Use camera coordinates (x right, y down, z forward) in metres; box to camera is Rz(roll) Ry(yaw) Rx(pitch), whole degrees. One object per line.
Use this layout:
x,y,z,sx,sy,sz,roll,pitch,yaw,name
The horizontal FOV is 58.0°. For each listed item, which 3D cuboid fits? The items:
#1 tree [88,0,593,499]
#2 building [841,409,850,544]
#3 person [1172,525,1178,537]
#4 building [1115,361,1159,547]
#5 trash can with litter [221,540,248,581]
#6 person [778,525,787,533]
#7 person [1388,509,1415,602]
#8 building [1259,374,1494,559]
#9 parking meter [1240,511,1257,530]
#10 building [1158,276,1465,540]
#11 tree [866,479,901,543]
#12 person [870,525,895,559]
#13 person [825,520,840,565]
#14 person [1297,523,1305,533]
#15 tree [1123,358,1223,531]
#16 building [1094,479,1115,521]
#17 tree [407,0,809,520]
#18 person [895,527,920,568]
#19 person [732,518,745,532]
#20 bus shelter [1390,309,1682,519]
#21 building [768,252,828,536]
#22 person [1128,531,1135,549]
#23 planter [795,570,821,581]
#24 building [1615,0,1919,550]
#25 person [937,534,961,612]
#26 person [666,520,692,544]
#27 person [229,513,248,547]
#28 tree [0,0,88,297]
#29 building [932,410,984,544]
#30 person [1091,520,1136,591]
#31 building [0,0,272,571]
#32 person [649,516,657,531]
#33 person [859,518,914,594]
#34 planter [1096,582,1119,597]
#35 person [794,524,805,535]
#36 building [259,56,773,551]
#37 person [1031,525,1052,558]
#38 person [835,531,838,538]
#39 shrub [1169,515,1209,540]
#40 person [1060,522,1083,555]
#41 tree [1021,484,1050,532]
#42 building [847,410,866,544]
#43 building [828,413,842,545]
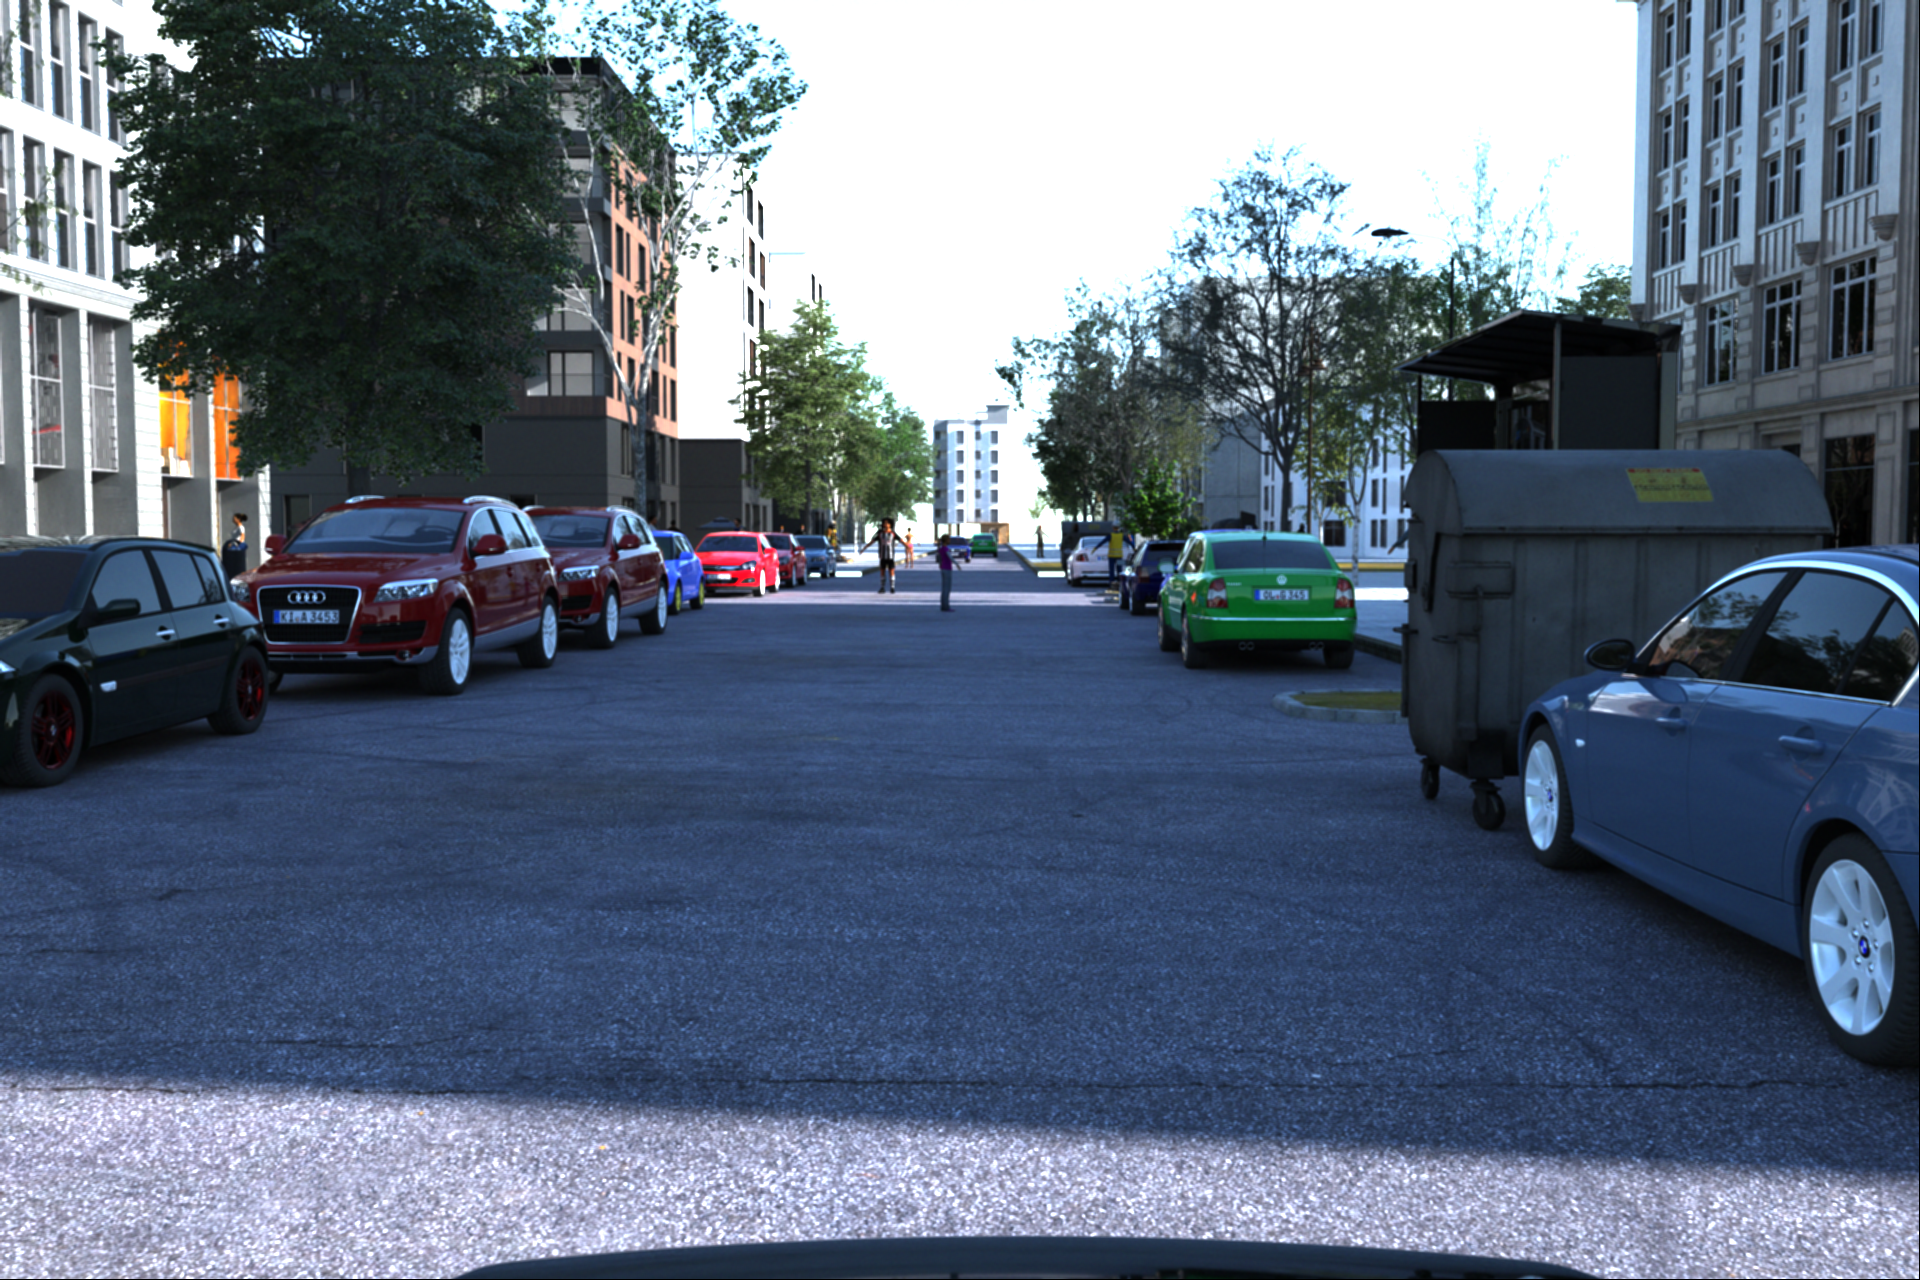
-11.456,-7.725,32.960,9.857,13.997,8.962,0,3,0,tree
-23.684,-23.223,210.628,19.493,23.208,18.063,0,4,0,building
9.560,-4.325,76.898,1.347,1.806,0.705,2,4,24,person
25.673,-19.289,181.839,16.747,18.905,31.486,0,4,1,building
-9.176,-0.704,22.571,1.678,1.210,2.233,0,4,2,trash can with litter
-8.975,-4.908,86.963,1.216,1.740,0.721,1,4,16,person
8.587,-1.632,32.518,1.345,1.849,0.704,-2,4,-33,person
23.637,-9.543,98.174,9.099,9.664,28.070,0,4,1,building
7.327,-2.342,44.009,0.399,1.863,0.255,0,4,1,parking meter
24.524,-15.976,127.668,16.747,18.905,31.486,0,4,1,building
-11.549,-20.594,254.836,7.486,12.596,7.792,0,3,0,tree
-4.064,-5.144,90.326,1.346,1.802,0.704,1,4,15,person
-5.184,-3.949,70.330,0.705,1.858,1.354,1,4,14,person
17.925,-5.193,90.688,0.705,1.856,1.354,3,5,39,person
9.275,-7.434,71.907,4.360,8.622,3.978,0,3,0,tree
26.277,-23.275,211.476,19.493,23.208,18.063,0,4,1,building
-11.785,-12.367,58.097,12.611,20.169,13.585,0,3,0,tree
-2.190,-3.903,73.072,1.217,1.733,0.721,-2,4,-35,person
-7.548,-3.212,58.692,1.345,1.807,0.704,3,5,44,person
6.795,-1.829,21.191,1.731,3.624,6.357,0,4,1,bus shelter
-25.040,-17.129,124.027,27.936,21.610,32.646,0,4,1,building
8.592,-4.951,87.067,0.704,1.817,1.347,1,4,12,person
-5.340,-1.993,53.719,1.991,0.319,1.994,0,4,1,planter
28.279,-14.552,49.954,10.469,25.551,25.511,0,4,1,building
-0.201,-1.244,32.071,0.599,1.433,0.991,-1,4,-22,person
-10.904,-3.659,65.955,1.346,1.812,0.704,0,4,6,person
-16.042,-1.928,38.290,0.721,1.739,1.217,-2,4,-33,person
-11.622,-4.076,17.009,4.360,8.622,3.978,0,3,0,tree
-3.777,-24.358,257.126,11.380,20.090,16.016,1,4,11,building
3.876,-2.107,43.374,1.216,1.772,0.721,-1,4,-13,person
-29.136,-16.260,43.345,11.434,29.767,29.804,0,4,2,building
-8.750,-2.651,49.505,0.704,1.810,1.344,1,4,9,person
-1.763,-2.033,41.836,1.345,1.843,0.704,1,4,10,person
4.191,-1.172,40.303,1.991,0.319,1.994,0,4,0,planter
-8.456,-5.314,92.812,1.347,1.837,0.705,-1,4,-9,person
-25.672,-15.101,90.877,27.936,21.610,32.646,0,4,0,building
4.383,-5.377,94.188,1.348,1.796,0.705,-2,4,-31,person
-6.830,-5.252,91.840,0.705,1.833,1.349,2,4,30,person
8.915,-3.873,67.368,1.661,2.075,1.752,0,3,0,shrub
3.670,-2.848,55.144,1.348,1.813,0.705,-3,4,-36,person
11.189,-18.538,253.459,4.737,8.622,4.395,0,3,0,tree
-22.636,-24.453,230.735,19.493,23.208,18.063,0,4,2,building
-22.069,-19.338,182.638,16.747,18.905,31.486,0,4,1,building
